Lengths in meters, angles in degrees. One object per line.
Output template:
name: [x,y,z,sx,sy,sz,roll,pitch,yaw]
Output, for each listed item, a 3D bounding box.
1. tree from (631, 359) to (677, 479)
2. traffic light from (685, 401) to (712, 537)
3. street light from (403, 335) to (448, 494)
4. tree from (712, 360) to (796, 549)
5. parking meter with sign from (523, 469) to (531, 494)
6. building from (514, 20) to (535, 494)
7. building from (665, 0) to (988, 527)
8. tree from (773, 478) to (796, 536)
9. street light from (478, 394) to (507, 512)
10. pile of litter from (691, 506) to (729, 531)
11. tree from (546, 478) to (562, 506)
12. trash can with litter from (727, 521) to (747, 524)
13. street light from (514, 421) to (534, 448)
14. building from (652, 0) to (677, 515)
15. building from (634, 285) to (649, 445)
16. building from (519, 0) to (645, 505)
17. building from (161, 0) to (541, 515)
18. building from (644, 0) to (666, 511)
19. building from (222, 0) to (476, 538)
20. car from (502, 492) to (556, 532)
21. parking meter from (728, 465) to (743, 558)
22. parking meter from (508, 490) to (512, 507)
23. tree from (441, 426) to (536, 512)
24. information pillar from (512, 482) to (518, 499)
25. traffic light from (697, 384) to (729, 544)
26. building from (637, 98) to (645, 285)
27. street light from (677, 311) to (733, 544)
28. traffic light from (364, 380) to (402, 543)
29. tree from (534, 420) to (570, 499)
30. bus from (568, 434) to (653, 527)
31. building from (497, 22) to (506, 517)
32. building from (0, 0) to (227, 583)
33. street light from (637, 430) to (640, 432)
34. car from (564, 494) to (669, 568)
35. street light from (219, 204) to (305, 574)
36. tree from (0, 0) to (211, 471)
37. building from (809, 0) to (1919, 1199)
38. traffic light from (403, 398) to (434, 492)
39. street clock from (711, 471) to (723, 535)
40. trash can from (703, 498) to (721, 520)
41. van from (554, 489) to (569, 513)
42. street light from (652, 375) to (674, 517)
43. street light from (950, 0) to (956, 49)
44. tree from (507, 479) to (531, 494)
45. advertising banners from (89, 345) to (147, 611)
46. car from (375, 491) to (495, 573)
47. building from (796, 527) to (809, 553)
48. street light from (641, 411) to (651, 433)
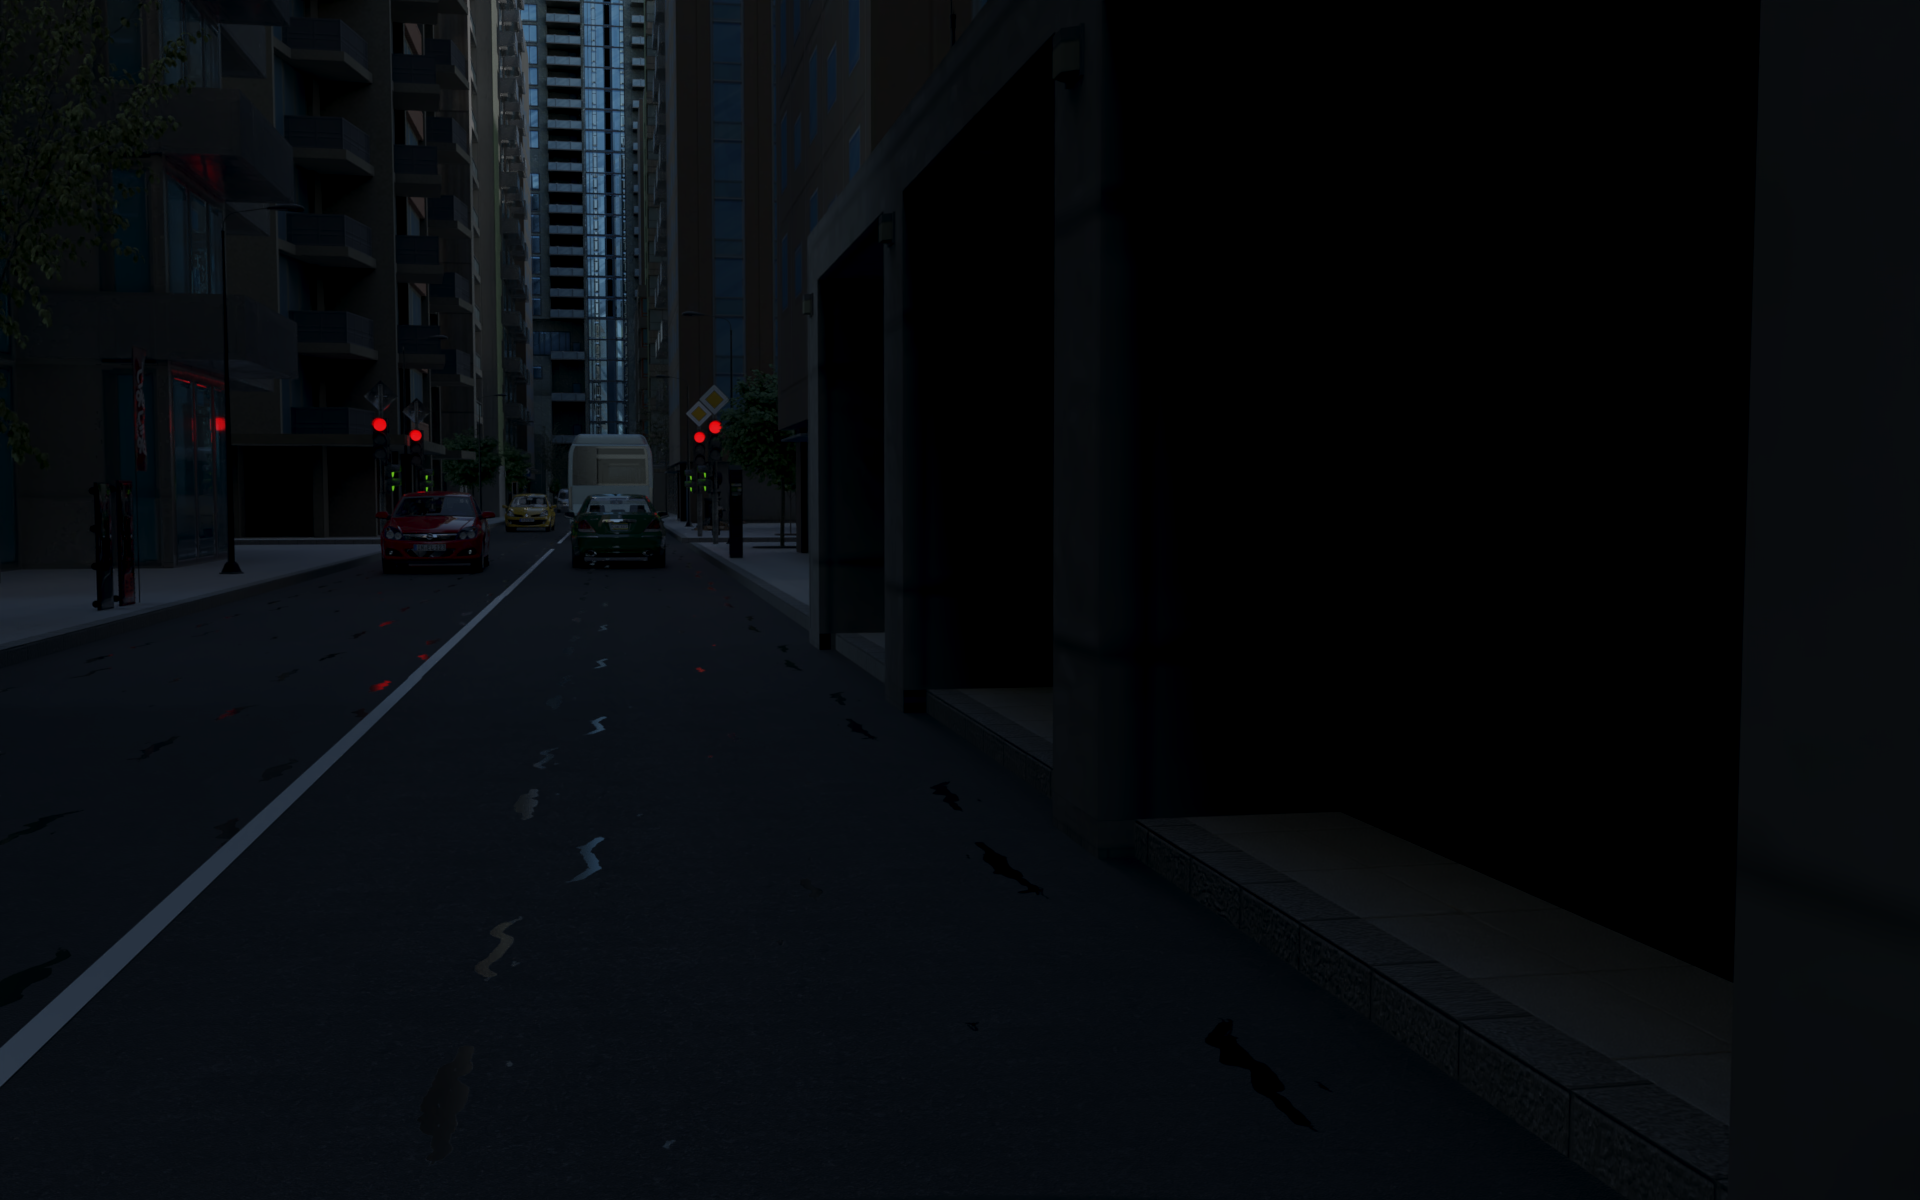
tree: [-15.248,-8.715,92.851,4.360,8.622,3.978,0,3,0]
traffic light: [-7.870,-3.869,52.176,0.839,4.253,0.868,-1,4,-11]
street light: [-15.678,-4.782,50.727,1.470,5.913,1.316,-1,4,-11]
tree: [-4.214,-3.513,41.156,4.285,4.588,4.351,0,3,0]
parking meter with sign: [-30.206,-7.558,119.830,0.543,3.016,1.738,-2,4,-30]
building: [-46.938,-31.173,159.786,14.600,45.320,14.200,-1,4,-11]
building: [-6.758,-26.423,82.123,14.600,45.320,14.200,-1,4,-11]
tree: [-5.351,-3.624,53.855,1.663,3.219,1.824,0,3,0]
street light: [-21.684,-6.588,80.262,1.470,5.913,1.316,-1,4,-11]
pile of litter: [-8.596,-2.879,61.030,1.719,0.858,1.176,2,4,24]
tree: [-45.498,-12.321,196.044,1.663,3.219,1.824,0,3,0]
trash can with litter: [-10.049,-3.859,74.157,2.233,1.210,1.678,-1,4,-22]
street light: [-27.612,-8.379,109.533,1.470,5.913,1.316,-1,4,-11]
building: [-8.469,-30.149,112.542,23.786,49.044,30.456,-1,4,-11]
building: [-15.822,-19.272,160.134,27.650,21.520,28.899,-1,4,-11]
building: [-45.931,-55.231,215.695,31.000,86.520,22.319,-1,4,-11]
building: [-45.860,-31.607,136.382,23.786,49.044,30.456,-1,4,-11]
building: [-17.739,-27.741,137.164,14.154,41.232,14.086,-1,4,-11]
building: [-29.410,-24.854,60.992,22.147,44.769,28.867,-1,4,-11]
car: [-16.530,-3.451,66.643,2.015,1.641,3.980,-1,4,-10]
parking meter: [-4.494,-1.774,34.710,0.255,1.863,0.399,-1,4,-12]
parking meter: [-29.871,-6.709,115.409,0.399,1.863,0.255,1,4,19]
tree: [-23.474,-6.083,83.165,4.285,4.588,4.351,0,3,0]
information pillar: [-26.347,-6.002,102.623,0.304,2.012,0.304,0,4,-3]
traffic light: [-6.294,-3.390,44.347,0.839,4.253,0.868,-1,4,-11]
building: [-28.734,-33.248,193.709,14.600,45.320,14.200,-1,4,-11]
street light: [-6.382,-4.390,44.317,1.470,5.913,1.316,-1,4,-11]
traffic light: [-14.243,-3.292,42.737,0.839,4.253,0.868,-1,4,-11]
tree: [-41.139,-13.681,174.041,4.360,8.622,3.978,0,3,0]
bus: [-11.995,-3.972,59.796,2.948,3.499,13.247,-1,4,-11]
building: [-31.772,-24.895,90.635,14.154,41.232,14.086,-1,4,-11]
building: [-27.289,-24.848,25.871,30.456,49.044,23.786,-1,4,-11]
street light: [-22.831,-9.375,125.825,1.470,5.913,1.316,-1,4,-11]
car: [-6.981,-1.435,35.268,2.131,1.459,4.920,-1,4,-12]
street light: [-11.186,-3.379,27.781,1.470,5.913,1.316,-1,4,-11]
tree: [-9.620,-4.041,16.426,4.737,8.622,4.395,0,3,0]
building: [10.578,-34.752,6.448,20.563,71.187,20.611,-1,4,-11]
traffic light: [-15.819,-3.770,50.566,0.839,4.253,0.868,-1,4,-11]
street clock: [-7.585,-3.011,53.803,0.358,2.002,0.471,-3,5,-39]
trash can: [-9.654,-3.419,67.547,0.748,1.137,0.748,0,3,0]
van: [-30.395,-7.783,134.258,2.013,2.044,4.112,-1,4,-12]
street light: [-11.168,-5.820,67.699,1.470,5.913,1.316,-1,4,-11]
street light: [-0.594,-2.608,15.181,1.470,5.913,1.316,-1,4,-11]
tree: [-29.123,-7.301,113.978,1.663,3.219,1.824,0,3,0]
advertising banners: [-9.609,-1.448,19.869,0.090,3.025,2.074,-1,4,-9]
car: [-9.917,-1.458,32.887,2.155,1.783,4.494,-1,4,-13]
building: [4.108,-23.345,31.805,14.600,45.320,14.200,-1,4,-11]
street light: [-16.985,-7.606,96.902,1.470,5.913,1.316,-1,4,-11]
